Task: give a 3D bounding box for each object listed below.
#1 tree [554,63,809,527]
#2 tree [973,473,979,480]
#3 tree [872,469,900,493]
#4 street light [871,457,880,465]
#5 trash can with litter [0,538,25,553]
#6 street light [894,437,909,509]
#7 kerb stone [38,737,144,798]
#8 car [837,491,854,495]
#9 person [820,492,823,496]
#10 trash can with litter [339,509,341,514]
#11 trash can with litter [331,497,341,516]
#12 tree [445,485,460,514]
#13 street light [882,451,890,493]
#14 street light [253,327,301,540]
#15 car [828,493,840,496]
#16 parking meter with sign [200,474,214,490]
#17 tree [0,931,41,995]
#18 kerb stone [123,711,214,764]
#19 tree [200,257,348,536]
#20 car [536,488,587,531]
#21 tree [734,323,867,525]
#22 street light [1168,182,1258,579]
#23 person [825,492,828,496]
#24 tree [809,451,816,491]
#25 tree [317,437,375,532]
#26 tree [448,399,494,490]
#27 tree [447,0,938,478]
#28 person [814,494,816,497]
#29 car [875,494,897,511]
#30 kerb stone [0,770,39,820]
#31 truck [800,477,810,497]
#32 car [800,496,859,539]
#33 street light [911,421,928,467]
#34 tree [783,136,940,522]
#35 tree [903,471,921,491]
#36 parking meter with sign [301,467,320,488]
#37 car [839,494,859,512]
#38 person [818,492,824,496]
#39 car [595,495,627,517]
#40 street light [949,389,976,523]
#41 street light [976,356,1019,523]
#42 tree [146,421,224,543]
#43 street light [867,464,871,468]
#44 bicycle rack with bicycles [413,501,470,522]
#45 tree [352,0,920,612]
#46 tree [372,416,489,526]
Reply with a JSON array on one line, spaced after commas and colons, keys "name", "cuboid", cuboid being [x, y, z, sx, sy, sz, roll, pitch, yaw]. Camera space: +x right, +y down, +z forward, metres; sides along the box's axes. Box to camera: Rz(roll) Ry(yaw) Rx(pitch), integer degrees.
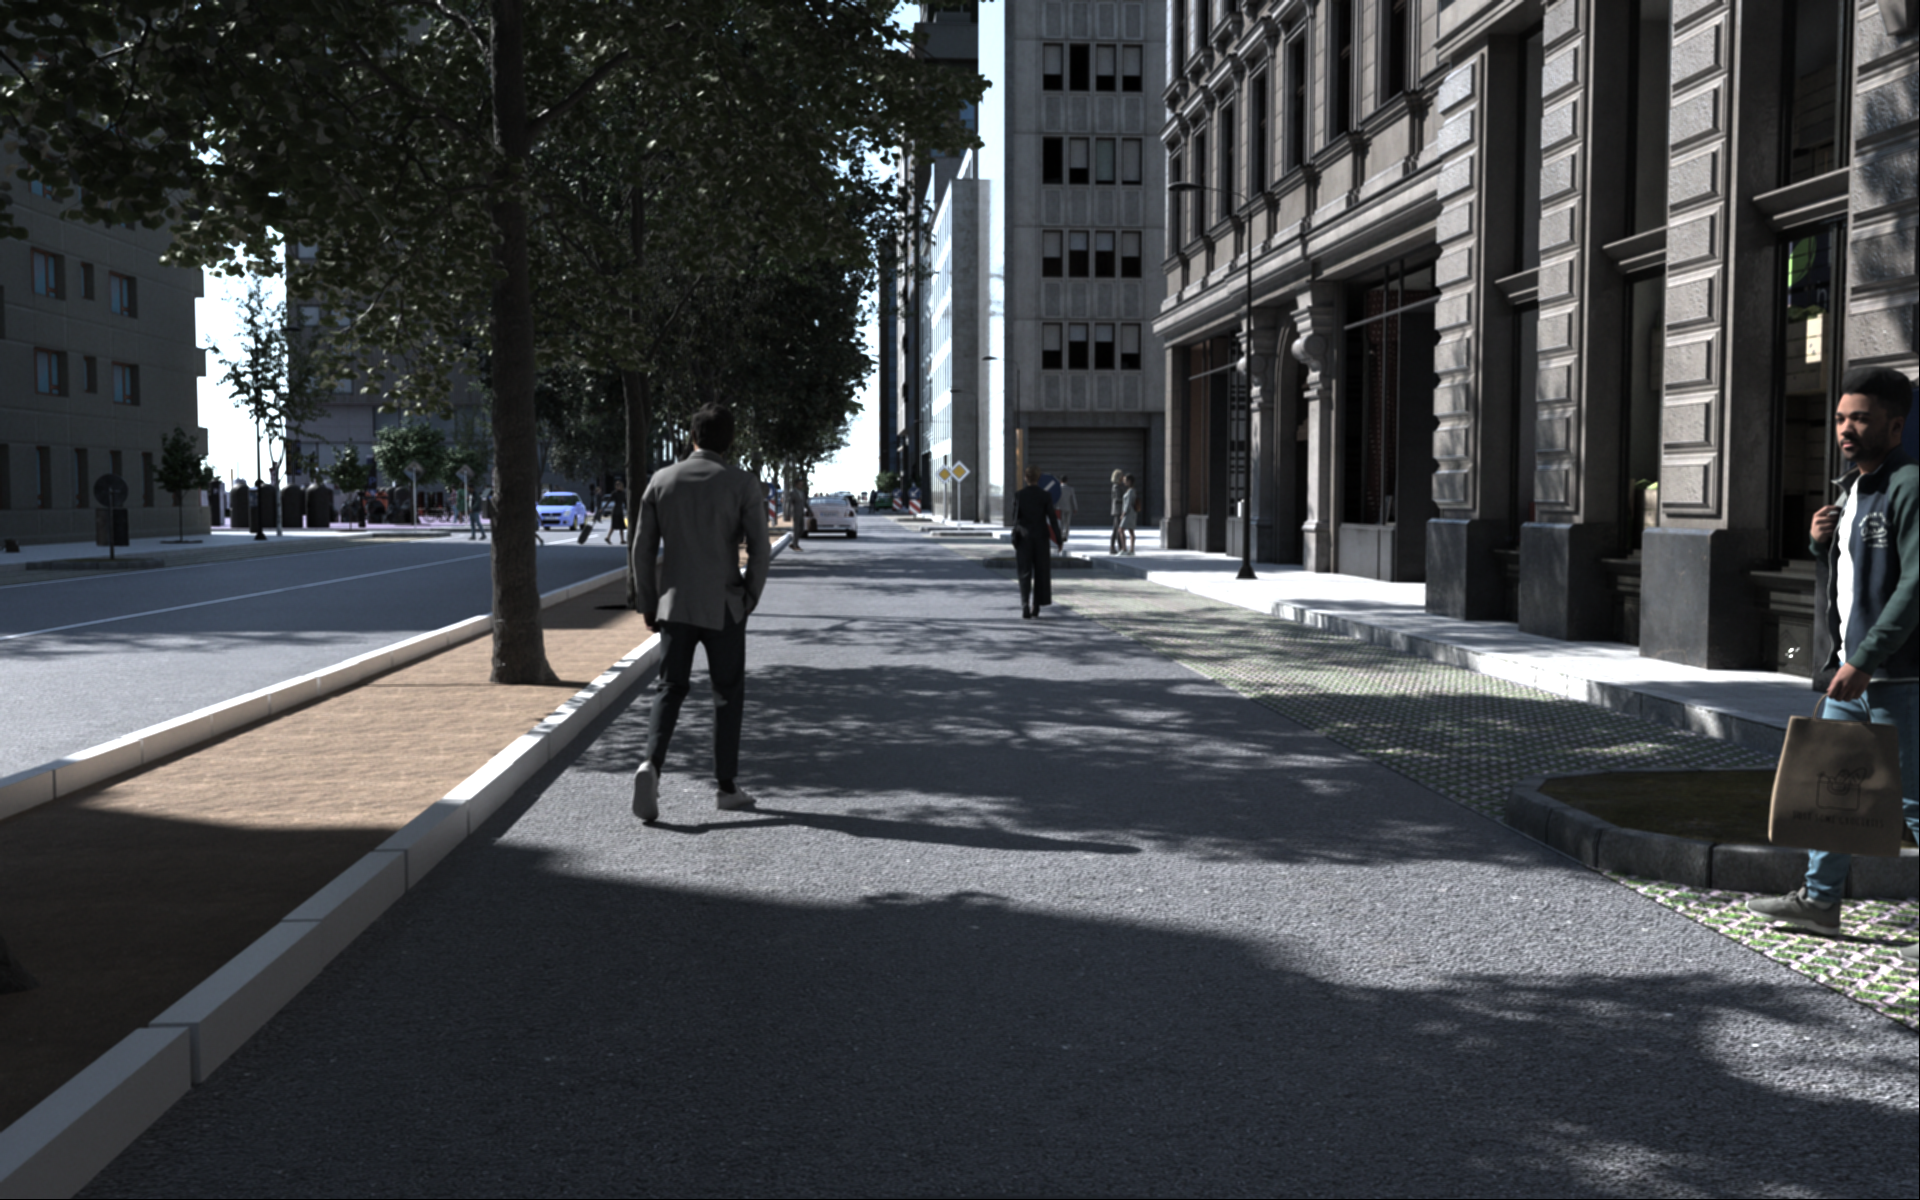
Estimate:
[{"name": "tree", "cuboid": [-4.583, -4.628, 28.482, 4.360, 8.622, 3.978, 0, 3, 0]}, {"name": "tree", "cuboid": [1.606, -5.377, 82.520, 1.663, 3.219, 1.824, 0, 3, 0]}, {"name": "tree", "cuboid": [-10.060, -15.132, 231.120, 4.285, 4.588, 4.351, 0, 3, 0]}, {"name": "street light", "cuboid": [-11.020, -16.045, 234.872, 1.470, 5.913, 1.316, 0, 4, -4]}, {"name": "trash can with litter", "cuboid": [-21.175, -1.632, 38.069, 1.055, 1.170, 0.624, -2, 4, -31]}, {"name": "street light", "cuboid": [-4.468, -10.376, 142.182, 1.470, 5.913, 1.316, 0, 4, -4]}, {"name": "kerb stone", "cuboid": [-4.327, 0.837, 8.598, 0.120, 0.150, 1.000, 0, 4, -4]}, {"name": "car", "cuboid": [-12.664, -11.017, 188.805, 2.281, 1.827, 5.304, 0, 4, -3]}, {"name": "person", "cuboid": [-20.752, -15.293, 259.254, 0.721, 1.735, 1.217, -2, 4, -32]}, {"name": "trash can with litter", "cuboid": [-39.813, -6.178, 112.396, 0.624, 1.170, 1.055, 1, 4, 10]}, {"name": "trash can with litter", "cuboid": [-37.044, -5.594, 102.521, 2.233, 1.210, 1.678, -1, 4, -21]}, {"name": "tree", "cuboid": [-32.853, -7.190, 112.161, 1.663, 3.219, 1.824, 0, 3, 0]}, {"name": "street light", "cuboid": [-7.478, -13.036, 185.677, 1.470, 5.913, 1.316, 0, 4, -4]}, {"name": "street light", "cuboid": [-19.001, -4.630, 48.240, 1.470, 5.913, 1.316, 0, 4, -4]}, {"name": "car", "cuboid": [-11.509, -9.226, 159.884, 2.155, 1.783, 4.494, 0, 4, -3]}, {"name": "parking meter with sign", "cuboid": [-59.122, -8.491, 135.082, 0.543, 3.016, 1.738, 2, 4, 31]}, {"name": "tree", "cuboid": [-2.815, -5.110, 4.132, 7.486, 12.596, 7.792, 0, 3, 0]}, {"name": "kerb stone", "cuboid": [-4.399, 0.769, 9.618, 0.120, 0.150, 1.000, 0, 4, -4]}, {"name": "tree", "cuboid": [-20.843, -6.268, 52.844, 4.737, 8.622, 4.395, 0, 3, 0]}, {"name": "car", "cuboid": [-15.839, -3.599, 68.432, 1.945, 1.707, 3.694, 0, 4, -3]}, {"name": "tree", "cuboid": [-8.489, -8.662, 78.497, 8.767, 10.594, 7.601, 0, 4, -4]}, {"name": "street light", "cuboid": [3.794, -3.270, 26.008, 1.470, 5.913, 1.316, 0, 4, -4]}, {"name": "person", "cuboid": [-20.303, -15.689, 264.957, 1.348, 1.831, 0.705, 3, 5, 39]}, {"name": "tree", "cuboid": [-7.349, -7.050, 68.090, 4.360, 8.622, 3.978, 0, 3, 0]}, {"name": "tree", "cuboid": [-20.580, -3.918, 58.657, 1.663, 3.219, 1.824, 0, 3, 0]}, {"name": "tree", "cuboid": [-37.517, -11.228, 133.939, 4.737, 8.622, 4.395, 0, 3, 0]}, {"name": "tree", "cuboid": [-5.273, -7.113, 35.767, 9.611, 12.733, 9.660, 0, 3, 0]}, {"name": "person", "cuboid": [-24.695, -17.480, 295.217, 0.541, 1.710, 0.530, 0, 4, -3]}, {"name": "car", "cuboid": [-6.254, -8.382, 145.835, 1.959, 1.807, 4.718, 0, 4, -5]}, {"name": "kerb stone", "cuboid": [-4.253, 0.897, 7.573, 0.120, 0.150, 1.000, 0, 4, -4]}, {"name": "truck", "cuboid": [-25.608, -17.693, 279.032, 2.967, 4.110, 18.799, 0, 4, -4]}, {"name": "car", "cuboid": [-4.374, -2.743, 57.216, 2.083, 1.381, 4.827, 0, 4, -5]}, {"name": "street light", "cuboid": [-2.172, -8.383, 109.600, 1.470, 5.913, 1.316, 0, 4, -4]}, {"name": "tree", "cuboid": [-7.702, -14.075, 88.472, 12.611, 20.169, 13.585, 0, 3, 0]}, {"name": "tree", "cuboid": [-4.201, -9.805, 154.917, 1.663, 3.219, 1.824, 0, 3, 0]}, {"name": "parking meter with sign", "cuboid": [-42.482, -7.116, 112.611, 0.543, 3.016, 1.738, 2, 4, 29]}, {"name": "car", "cuboid": [-8.915, -7.719, 135.984, 2.009, 1.686, 4.222, 0, 4, -5]}, {"name": "person", "cuboid": [-21.628, -15.923, 268.848, 1.348, 1.822, 0.705, -1, 4, -19]}, {"name": "car", "cuboid": [-21.625, -5.890, 108.300, 2.014, 1.417, 4.499, 0, 4, -2]}, {"name": "street light", "cuboid": [0.209, -6.390, 77.024, 1.470, 5.913, 1.316, 0, 4, -4]}, {"name": "street light", "cuboid": [1.429, -5.263, 58.585, 1.470, 5.913, 1.316, 0, 4, -4]}, {"name": "tree", "cuboid": [-20.578, -3.109, 45.426, 1.663, 3.219, 1.824, 0, 3, 0]}, {"name": "street light", "cuboid": [-13.194, -18.062, 267.858, 1.470, 5.913, 1.316, 0, 4, -4]}, {"name": "bicycle rack with bicycles", "cuboid": [-23.612, -4.043, 79.489, 2.925, 0.926, 2.852, 1, 4, 21]}, {"name": "tree", "cuboid": [-4.050, -5.686, 21.179, 9.928, 11.665, 9.643, 0, 3, 0]}, {"name": "tree", "cuboid": [-22.400, -5.331, 70.874, 4.285, 4.588, 4.351, 0, 3, 0]}]
